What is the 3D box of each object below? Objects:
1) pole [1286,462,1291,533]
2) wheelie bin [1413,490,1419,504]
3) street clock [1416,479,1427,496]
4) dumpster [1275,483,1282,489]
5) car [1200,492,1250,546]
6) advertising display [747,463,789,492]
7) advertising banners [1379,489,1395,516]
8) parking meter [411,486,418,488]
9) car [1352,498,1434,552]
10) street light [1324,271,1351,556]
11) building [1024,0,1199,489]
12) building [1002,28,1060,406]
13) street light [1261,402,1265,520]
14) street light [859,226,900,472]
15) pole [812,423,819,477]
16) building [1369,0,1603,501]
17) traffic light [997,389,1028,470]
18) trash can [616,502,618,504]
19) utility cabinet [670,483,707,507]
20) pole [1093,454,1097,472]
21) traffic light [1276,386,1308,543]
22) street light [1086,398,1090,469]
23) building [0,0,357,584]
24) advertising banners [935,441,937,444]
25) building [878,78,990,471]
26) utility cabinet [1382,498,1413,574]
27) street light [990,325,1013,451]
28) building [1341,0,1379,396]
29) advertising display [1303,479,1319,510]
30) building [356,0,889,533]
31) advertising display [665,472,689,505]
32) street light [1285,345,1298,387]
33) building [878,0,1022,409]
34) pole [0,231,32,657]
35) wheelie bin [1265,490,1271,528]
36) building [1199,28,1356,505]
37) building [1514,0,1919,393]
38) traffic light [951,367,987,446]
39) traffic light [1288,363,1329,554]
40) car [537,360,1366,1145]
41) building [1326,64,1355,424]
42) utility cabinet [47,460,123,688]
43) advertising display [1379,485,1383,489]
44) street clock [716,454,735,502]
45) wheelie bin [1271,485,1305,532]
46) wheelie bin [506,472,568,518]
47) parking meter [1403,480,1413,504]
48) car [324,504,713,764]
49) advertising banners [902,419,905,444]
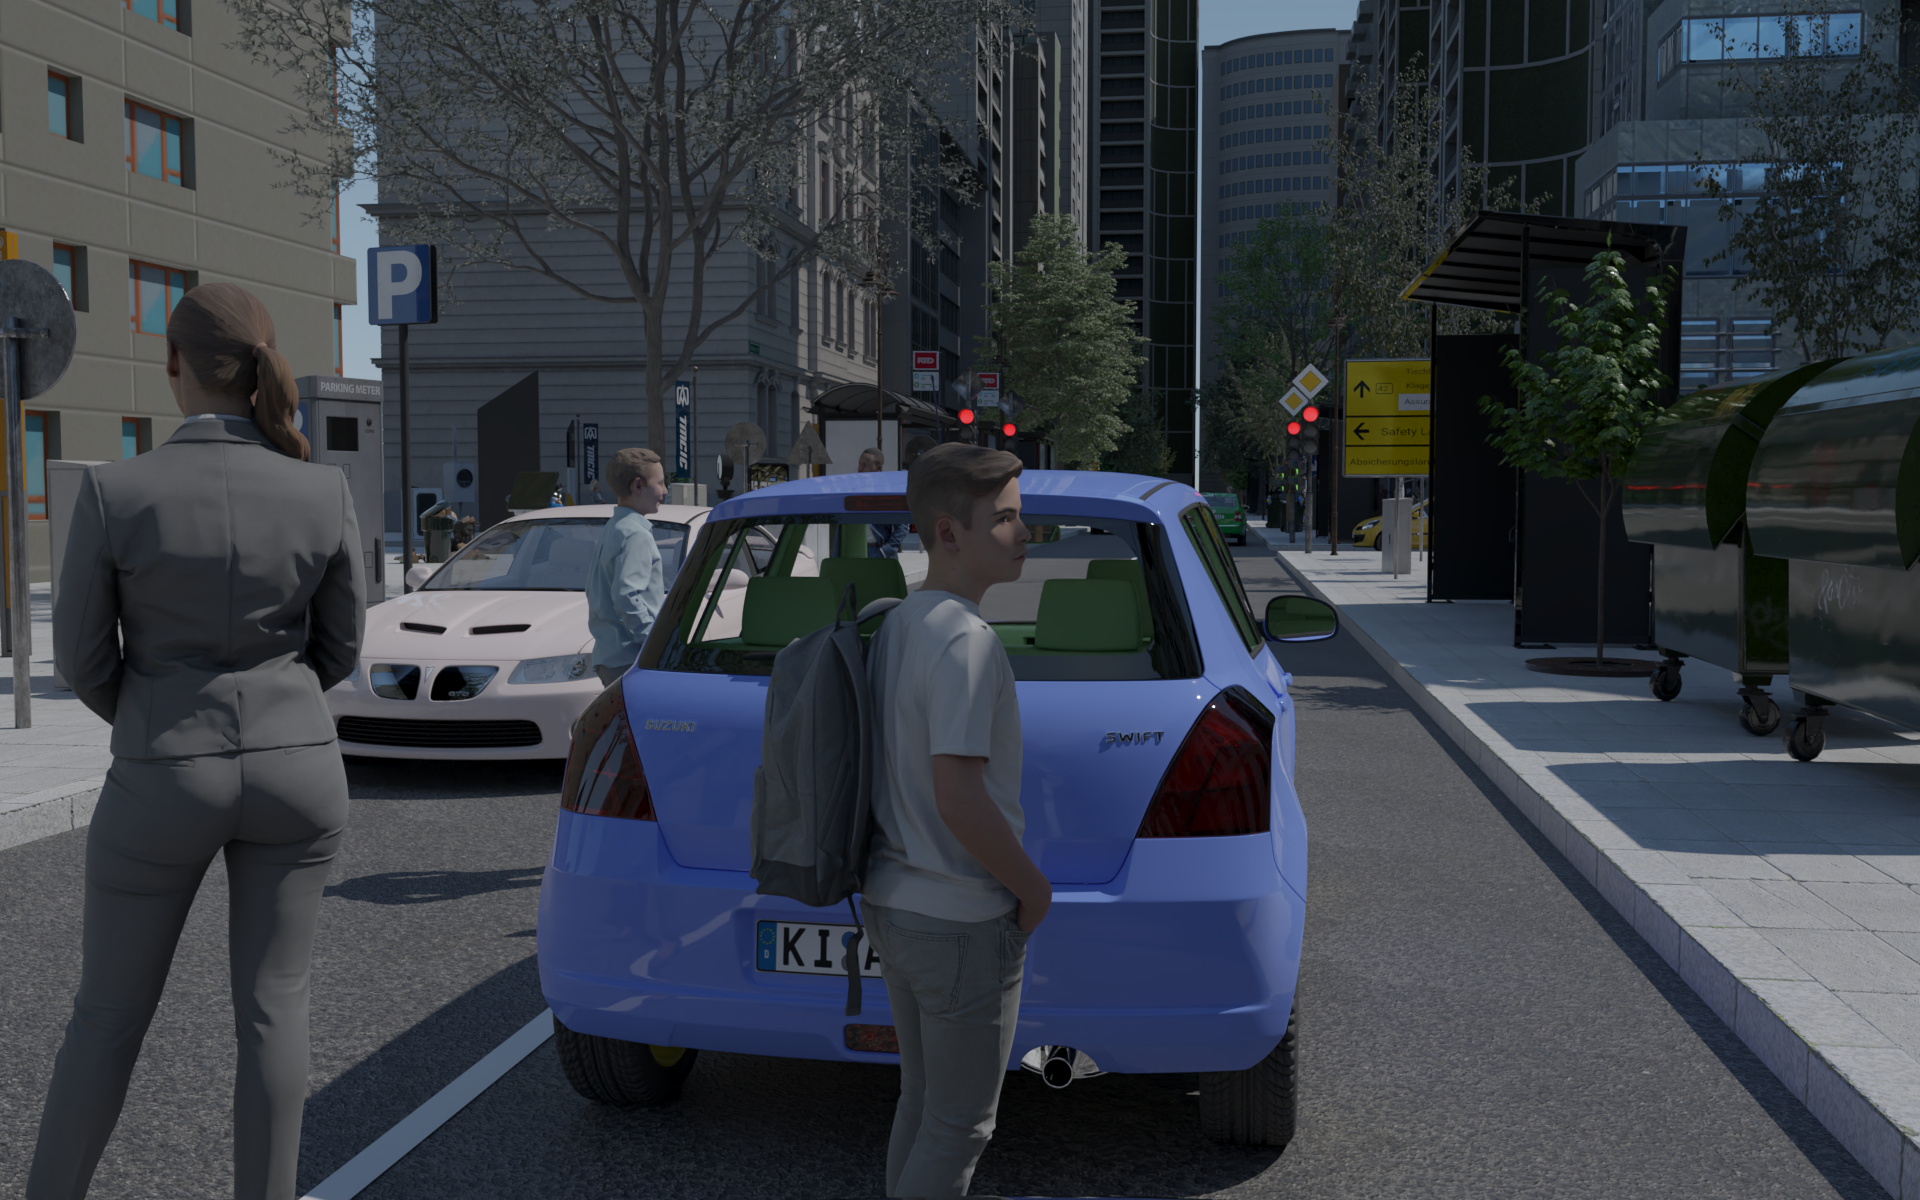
[{"bbox_3d":[10.760,-3.837,56.572,0.158,3.312,0.155,0,3,0],"label":"pole"},{"bbox_3d":[22.432,-4.782,86.095,0.693,1.594,0.980,1,4,10],"label":"wheelie bin"},{"bbox_3d":[21.868,-4.745,82.153,0.471,2.002,0.358,0,4,1],"label":"street clock"},{"bbox_3d":[21.220,-6.820,114.008,1.502,2.255,1.985,1,4,8],"label":"dumpster"},{"bbox_3d":[7.256,-2.476,49.279,1.959,1.807,4.718,1,4,9],"label":"car"},{"bbox_3d":[-3.959,-1.871,35.810,0.974,1.923,0.123,-3,5,-40],"label":"advertising display"},{"bbox_3d":[12.560,-3.374,51.354,0.090,3.025,2.074,3,5,44],"label":"advertising banners"},{"bbox_3d":[-16.506,-2.693,52.439,0.372,1.533,0.369,0,3,0],"label":"parking meter"},{"bbox_3d":[11.334,-1.883,41.014,3.980,1.641,2.015,1,4,9],"label":"car"},{"bbox_3d":[7.821,-3.868,36.030,0.468,5.910,1.993,1,4,8],"label":"street light"},{"bbox_3d":[19.830,-47.872,220.957,20.611,71.187,20.563,1,4,8],"label":"building"},{"bbox_3d":[0.999,-28.508,149.694,14.154,41.232,14.086,1,4,8],"label":"building"},{"bbox_3d":[15.160,-6.949,86.400,0.468,5.910,1.993,1,4,8],"label":"street light"},{"bbox_3d":[-1.397,-3.504,30.082,0.468,5.910,1.993,1,4,8],"label":"street light"},{"bbox_3d":[-4.172,-3.442,50.120,0.158,3.312,0.155,0,3,0],"label":"pole"},{"bbox_3d":[40.058,-42.203,128.272,20.563,71.187,20.611,1,4,8],"label":"building"},{"bbox_3d":[1.374,-3.503,46.187,0.839,4.253,0.868,1,4,8],"label":"traffic light"},{"bbox_3d":[-5.577,-1.123,30.020,0.748,1.137,0.748,0,3,0],"label":"trash can"},{"bbox_3d":[-5.635,-1.677,36.097,0.318,1.500,1.173,1,4,15],"label":"utility cabinet"},{"bbox_3d":[6.096,-5.169,78.355,0.158,3.312,0.155,0,3,0],"label":"pole"},{"bbox_3d":[8.659,-3.438,45.130,0.839,4.253,0.868,1,4,8],"label":"traffic light"},{"bbox_3d":[5.935,-6.589,80.521,0.468,5.910,1.993,1,4,8],"label":"street light"},{"bbox_3d":[-28.209,-10.841,22.288,28.899,21.520,27.650,1,4,8],"label":"building"},{"bbox_3d":[-1.495,-3.685,56.436,2.074,3.025,0.090,-3,5,-44],"label":"advertising banners"},{"bbox_3d":[-7.297,-16.814,93.977,14.314,24.678,30.058,1,4,8],"label":"building"},{"bbox_3d":[7.082,-1.037,28.122,0.306,1.237,1.020,0,4,3],"label":"utility cabinet"},{"bbox_3d":[1.136,-4.565,47.422,0.468,5.910,1.993,1,4,8],"label":"street light"},{"bbox_3d":[45.928,-32.675,153.845,23.786,49.044,30.456,1,4,8],"label":"building"},{"bbox_3d":[14.981,-4.214,74.108,0.974,1.923,0.123,-1,4,-22],"label":"advertising display"},{"bbox_3d":[-11.250,-17.099,66.955,14.401,28.519,23.554,1,4,8],"label":"building"},{"bbox_3d":[-8.376,-2.783,50.711,0.974,1.923,0.123,-3,5,-40],"label":"advertising display"},{"bbox_3d":[10.326,-4.951,53.735,0.468,5.910,1.993,1,4,8],"label":"street light"},{"bbox_3d":[2.243,-45.327,179.352,20.611,71.187,20.563,1,4,8],"label":"building"},{"bbox_3d":[-7.451,-1.207,13.581,0.158,3.312,0.155,0,3,0],"label":"pole"},{"bbox_3d":[11.895,-3.495,65.055,0.693,1.594,0.980,2,4,34],"label":"wheelie bin"},{"bbox_3d":[44.489,-41.366,218.332,28.212,58.520,21.231,1,4,8],"label":"building"},{"bbox_3d":[35.937,-45.644,58.946,31.000,86.520,22.319,1,4,8],"label":"building"},{"bbox_3d":[0.206,-3.019,38.287,0.839,4.253,0.868,1,4,8],"label":"traffic light"},{"bbox_3d":[7.491,-2.955,37.230,0.839,4.253,0.868,1,4,8],"label":"traffic light"},{"bbox_3d":[0.165,0.267,5.226,1.945,1.707,3.694,1,4,10],"label":"car"},{"bbox_3d":[44.951,-32.213,176.798,14.600,45.320,14.200,1,4,8],"label":"building"},{"bbox_3d":[-5.643,-0.190,11.779,0.318,1.500,1.173,1,4,10],"label":"utility cabinet"},{"bbox_3d":[28.498,-6.861,117.397,0.123,1.923,0.974,2,4,28],"label":"advertising display"},{"bbox_3d":[-4.242,-1.637,31.327,0.358,2.002,0.471,-1,4,-20],"label":"street clock"},{"bbox_3d":[11.190,-3.085,58.348,0.980,1.594,0.693,3,4,38],"label":"wheelie bin"},{"bbox_3d":[-5.948,-1.008,24.396,0.980,1.594,0.693,1,4,17],"label":"wheelie bin"},{"bbox_3d":[18.075,-3.932,70.004,0.399,1.863,0.255,0,4,-8],"label":"parking meter"},{"bbox_3d":[-2.133,0.111,10.555,2.083,1.381,4.827,1,4,10],"label":"car"},{"bbox_3d":[-2.055,-2.580,38.371,2.074,3.025,0.090,2,4,34],"label":"advertising banners"}]
